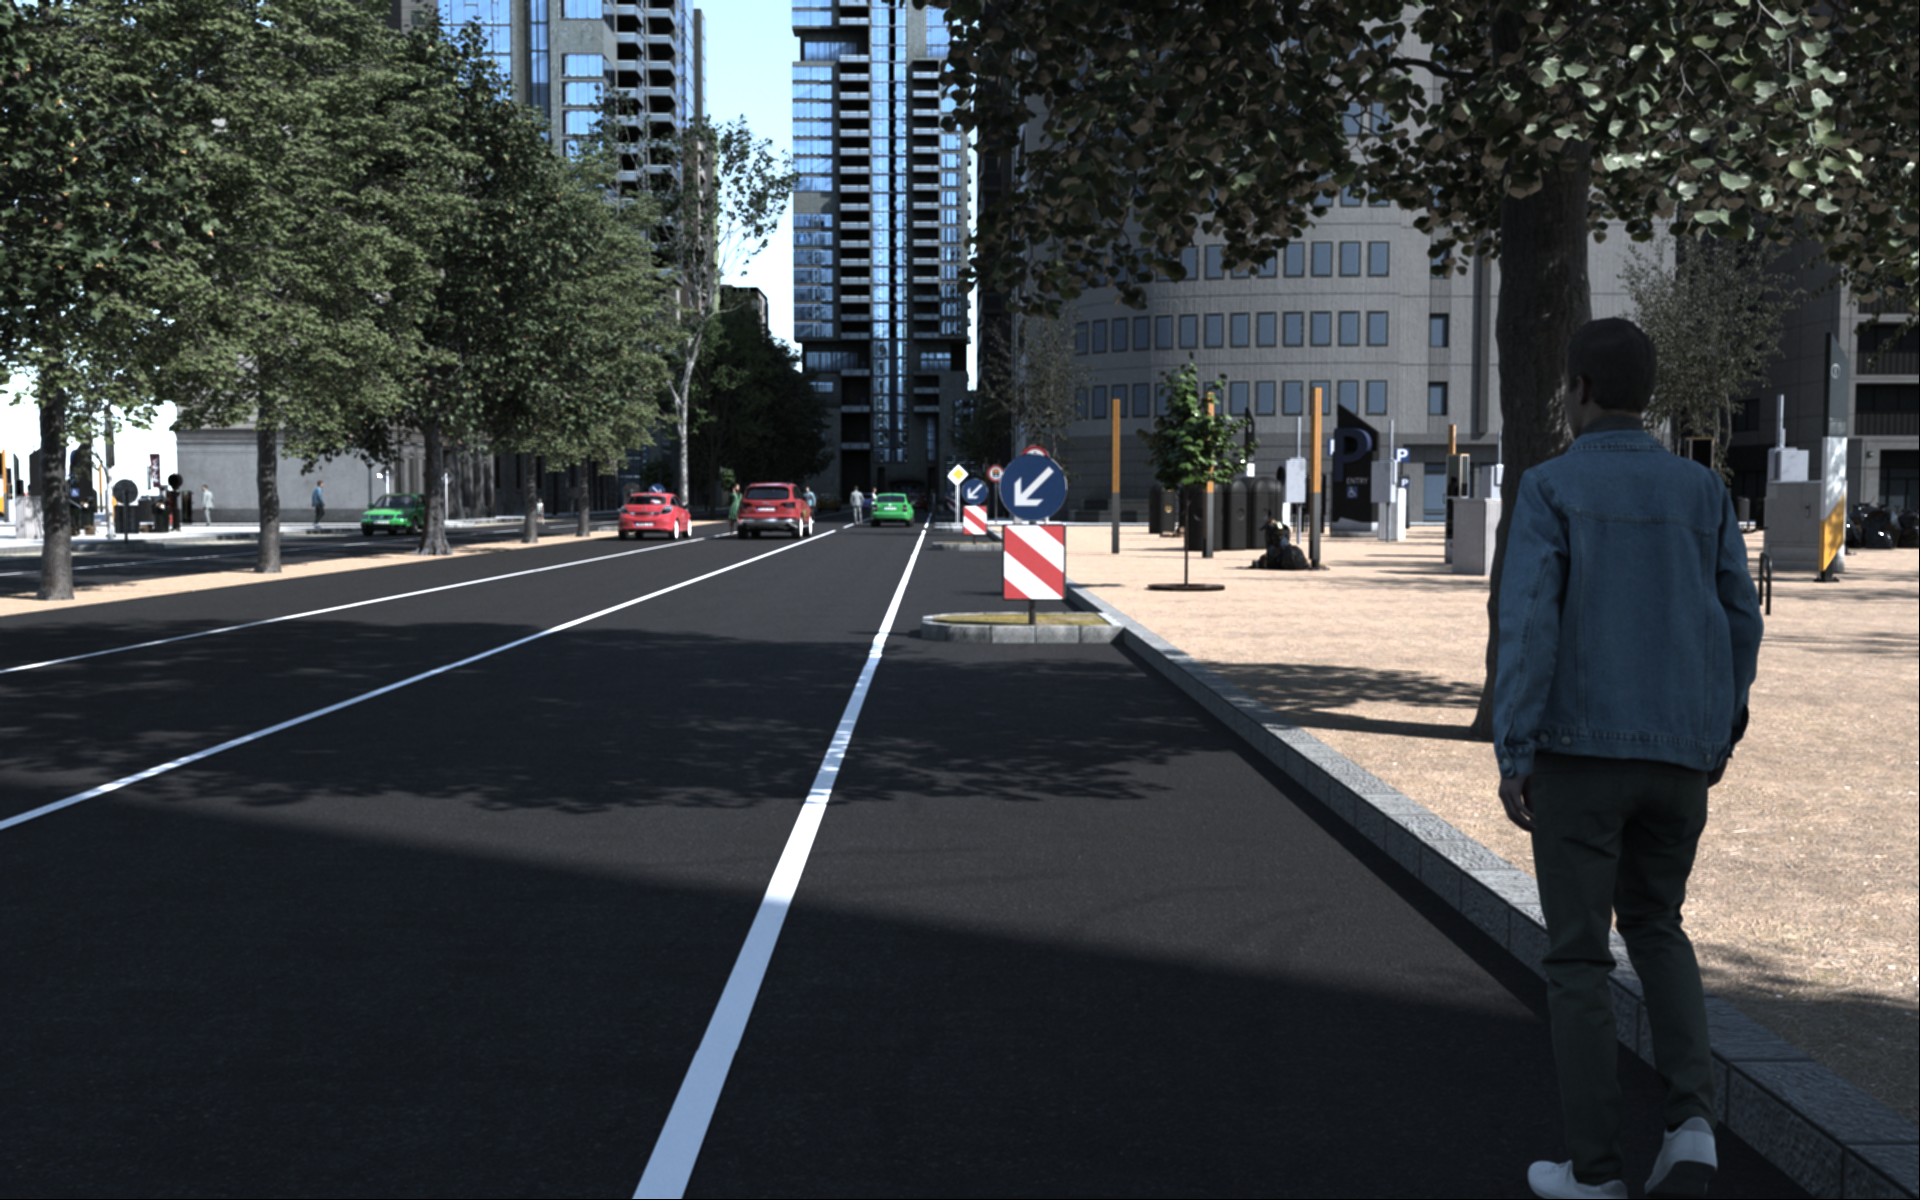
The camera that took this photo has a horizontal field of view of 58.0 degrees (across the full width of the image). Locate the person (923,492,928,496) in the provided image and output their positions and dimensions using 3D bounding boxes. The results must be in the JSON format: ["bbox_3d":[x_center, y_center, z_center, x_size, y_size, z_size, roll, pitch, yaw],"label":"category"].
[{"bbox_3d":[-4.563,-13.122,223.575,0.750,1.759,0.617,-3,4,-39],"label":"person"}]

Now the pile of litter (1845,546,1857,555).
[{"bbox_3d":[18.143,-1.406,36.951,1.176,0.858,1.719,-3,5,-41],"label":"pile of litter"}]

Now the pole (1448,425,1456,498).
[{"bbox_3d":[14.447,-3.490,50.905,0.158,3.312,0.155,0,3,0],"label":"pole"}]

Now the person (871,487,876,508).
[{"bbox_3d":[-4.079,-4.580,83.954,0.524,1.755,0.480,0,4,-6],"label":"person"}]

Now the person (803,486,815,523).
[{"bbox_3d":[-7.509,-4.764,86.416,0.660,1.820,0.620,1,4,9],"label":"person"}]

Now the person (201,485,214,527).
[{"bbox_3d":[-30.222,-3.726,69.512,0.391,1.810,0.635,0,4,-4],"label":"person"}]

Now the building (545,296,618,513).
[{"bbox_3d":[-33.098,-17.398,126.253,13.314,21.916,24.055,0,4,-1],"label":"building"}]

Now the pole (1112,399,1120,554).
[{"bbox_3d":[3.351,-2.653,37.217,0.158,3.312,0.155,0,3,0],"label":"pole"}]

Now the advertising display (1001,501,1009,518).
[{"bbox_3d":[2.505,-5.345,92.608,0.123,1.923,0.974,-1,4,-11],"label":"advertising display"}]

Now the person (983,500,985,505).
[{"bbox_3d":[1.458,-6.541,113.001,0.555,1.821,0.388,-1,4,-18],"label":"person"}]

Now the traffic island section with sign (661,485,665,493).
[{"bbox_3d":[-12.968,-4.076,74.777,2.006,1.907,1.989,0,4,-1],"label":"traffic island section with sign"}]

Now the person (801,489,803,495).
[{"bbox_3d":[-13.572,-8.513,147.533,0.795,1.843,0.661,-1,4,-17],"label":"person"}]

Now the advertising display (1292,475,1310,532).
[{"bbox_3d":[11.461,-3.244,58.260,0.123,1.923,0.974,-1,4,-18],"label":"advertising display"}]

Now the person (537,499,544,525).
[{"bbox_3d":[-19.633,-4.112,80.752,0.505,1.210,0.382,0,4,-4],"label":"person"}]

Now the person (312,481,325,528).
[{"bbox_3d":[-24.016,-3.570,64.754,0.444,1.785,0.601,-2,4,-35],"label":"person"}]

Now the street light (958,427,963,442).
[{"bbox_3d":[0.753,-9.030,120.183,1.470,5.913,1.316,0,4,-1],"label":"street light"}]

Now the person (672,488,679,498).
[{"bbox_3d":[-19.148,-6.596,116.324,0.713,1.824,0.794,-3,5,-40],"label":"person"}]

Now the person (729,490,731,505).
[{"bbox_3d":[-25.972,-11.608,196.384,0.434,1.755,0.990,-2,4,-28],"label":"person"}]

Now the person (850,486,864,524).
[{"bbox_3d":[-4.887,-4.494,82.074,0.635,1.810,0.391,-1,4,-18],"label":"person"}]

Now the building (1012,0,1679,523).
[{"bbox_3d":[17.034,-33.189,84.644,28.212,58.520,21.231,0,4,-1],"label":"building"}]

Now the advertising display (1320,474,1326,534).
[{"bbox_3d":[11.826,-3.142,56.587,0.123,1.923,0.974,0,4,4],"label":"advertising display"}]

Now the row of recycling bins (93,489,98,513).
[{"bbox_3d":[-59.206,-6.597,114.977,3.534,1.692,1.069,-2,4,-33],"label":"row of recycling bins"}]

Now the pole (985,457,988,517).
[{"bbox_3d":[1.446,-6.221,95.549,0.158,3.312,0.155,0,3,0],"label":"pole"}]

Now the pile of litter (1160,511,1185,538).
[{"bbox_3d":[6.557,-2.287,51.356,1.176,0.858,1.719,0,4,-7],"label":"pile of litter"}]

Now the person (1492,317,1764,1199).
[{"bbox_3d":[1.314,0.331,3.427,0.601,1.785,0.444,0,4,-5],"label":"person"}]

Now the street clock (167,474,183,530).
[{"bbox_3d":[-28.301,-3.542,62.490,0.471,2.002,0.358,1,4,15],"label":"street clock"}]

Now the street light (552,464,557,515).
[{"bbox_3d":[-24.037,-8.094,104.880,1.470,5.913,1.316,0,4,-1],"label":"street light"}]

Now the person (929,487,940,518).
[{"bbox_3d":[-1.460,-5.779,102.973,0.713,1.824,0.794,-3,4,-36],"label":"person"}]

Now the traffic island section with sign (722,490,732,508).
[{"bbox_3d":[-23.188,-10.293,176.911,1.989,1.847,2.006,0,4,-1],"label":"traffic island section with sign"}]

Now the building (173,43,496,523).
[{"bbox_3d":[-29.697,-14.369,84.085,9.793,20.994,18.267,0,4,-1],"label":"building"}]

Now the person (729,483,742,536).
[{"bbox_3d":[-7.665,-3.094,59.337,0.529,1.795,0.600,3,5,43],"label":"person"}]

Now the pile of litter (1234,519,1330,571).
[{"bbox_3d":[5.549,-0.962,29.692,1.176,0.858,1.719,-2,4,-30],"label":"pile of litter"}]

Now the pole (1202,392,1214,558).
[{"bbox_3d":[4.985,-2.502,34.756,0.158,3.312,0.155,0,3,0],"label":"pole"}]

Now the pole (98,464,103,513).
[{"bbox_3d":[-59.048,-7.656,119.016,0.158,3.312,0.155,0,3,0],"label":"pole"}]

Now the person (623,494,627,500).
[{"bbox_3d":[-27.409,-8.356,142.630,0.622,1.834,0.822,-1,4,-17],"label":"person"}]

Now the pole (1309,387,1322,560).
[{"bbox_3d":[6.818,-2.408,33.218,0.158,3.312,0.155,0,3,0],"label":"pole"}]

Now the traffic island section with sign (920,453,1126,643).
[{"bbox_3d":[0.596,-0.549,17.603,1.989,1.847,2.006,0,4,-1],"label":"traffic island section with sign"}]

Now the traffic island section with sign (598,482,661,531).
[{"bbox_3d":[-12.887,-3.623,67.370,2.006,1.907,1.989,0,4,-1],"label":"traffic island section with sign"}]

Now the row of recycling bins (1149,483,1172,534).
[{"bbox_3d":[7.866,-2.980,55.833,3.534,1.692,1.069,0,4,7],"label":"row of recycling bins"}]

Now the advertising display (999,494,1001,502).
[{"bbox_3d":[2.349,-5.744,99.129,0.123,1.923,0.974,1,4,22],"label":"advertising display"}]

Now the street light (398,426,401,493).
[{"bbox_3d":[-23.665,-6.251,74.746,1.470,5.913,1.316,0,4,-1],"label":"street light"}]

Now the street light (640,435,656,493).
[{"bbox_3d":[-24.495,-9.990,135.879,1.470,5.913,1.316,0,4,-1],"label":"street light"}]

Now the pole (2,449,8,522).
[{"bbox_3d":[-43.240,-5.172,78.407,0.158,3.312,0.155,0,3,0],"label":"pole"}]

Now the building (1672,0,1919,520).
[{"bbox_3d":[49.454,-39.479,83.734,20.611,71.187,20.563,0,4,-1],"label":"building"}]

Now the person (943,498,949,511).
[{"bbox_3d":[-0.901,-7.074,129.658,1.012,1.151,0.738,-1,4,-22],"label":"person"}]

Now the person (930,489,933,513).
[{"bbox_3d":[-2.032,-7.454,130.548,0.537,1.800,0.526,-1,4,-19],"label":"person"}]

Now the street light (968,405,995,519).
[{"bbox_3d":[1.099,-7.187,90.049,1.470,5.913,1.316,0,4,-1],"label":"street light"}]

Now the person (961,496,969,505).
[{"bbox_3d":[0.728,-10.555,178.586,1.348,1.831,0.705,-1,4,-12],"label":"person"}]

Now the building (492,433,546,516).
[{"bbox_3d":[-32.176,-16.362,103.680,11.583,22.565,21.152,0,4,-1],"label":"building"}]

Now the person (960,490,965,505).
[{"bbox_3d":[0.351,-12.282,207.302,0.683,1.767,0.568,-2,4,-24],"label":"person"}]

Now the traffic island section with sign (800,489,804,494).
[{"bbox_3d":[-13.897,-8.671,149.909,2.006,1.907,1.989,0,4,-1],"label":"traffic island section with sign"}]

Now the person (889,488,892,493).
[{"bbox_3d":[-4.476,-6.348,112.382,0.778,1.811,0.616,0,4,2],"label":"person"}]

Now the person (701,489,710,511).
[{"bbox_3d":[-21.631,-8.535,147.825,0.659,1.850,0.755,1,4,23],"label":"person"}]

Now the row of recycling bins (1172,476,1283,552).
[{"bbox_3d":[6.396,-2.011,39.994,1.069,1.692,3.534,3,5,40],"label":"row of recycling bins"}]
